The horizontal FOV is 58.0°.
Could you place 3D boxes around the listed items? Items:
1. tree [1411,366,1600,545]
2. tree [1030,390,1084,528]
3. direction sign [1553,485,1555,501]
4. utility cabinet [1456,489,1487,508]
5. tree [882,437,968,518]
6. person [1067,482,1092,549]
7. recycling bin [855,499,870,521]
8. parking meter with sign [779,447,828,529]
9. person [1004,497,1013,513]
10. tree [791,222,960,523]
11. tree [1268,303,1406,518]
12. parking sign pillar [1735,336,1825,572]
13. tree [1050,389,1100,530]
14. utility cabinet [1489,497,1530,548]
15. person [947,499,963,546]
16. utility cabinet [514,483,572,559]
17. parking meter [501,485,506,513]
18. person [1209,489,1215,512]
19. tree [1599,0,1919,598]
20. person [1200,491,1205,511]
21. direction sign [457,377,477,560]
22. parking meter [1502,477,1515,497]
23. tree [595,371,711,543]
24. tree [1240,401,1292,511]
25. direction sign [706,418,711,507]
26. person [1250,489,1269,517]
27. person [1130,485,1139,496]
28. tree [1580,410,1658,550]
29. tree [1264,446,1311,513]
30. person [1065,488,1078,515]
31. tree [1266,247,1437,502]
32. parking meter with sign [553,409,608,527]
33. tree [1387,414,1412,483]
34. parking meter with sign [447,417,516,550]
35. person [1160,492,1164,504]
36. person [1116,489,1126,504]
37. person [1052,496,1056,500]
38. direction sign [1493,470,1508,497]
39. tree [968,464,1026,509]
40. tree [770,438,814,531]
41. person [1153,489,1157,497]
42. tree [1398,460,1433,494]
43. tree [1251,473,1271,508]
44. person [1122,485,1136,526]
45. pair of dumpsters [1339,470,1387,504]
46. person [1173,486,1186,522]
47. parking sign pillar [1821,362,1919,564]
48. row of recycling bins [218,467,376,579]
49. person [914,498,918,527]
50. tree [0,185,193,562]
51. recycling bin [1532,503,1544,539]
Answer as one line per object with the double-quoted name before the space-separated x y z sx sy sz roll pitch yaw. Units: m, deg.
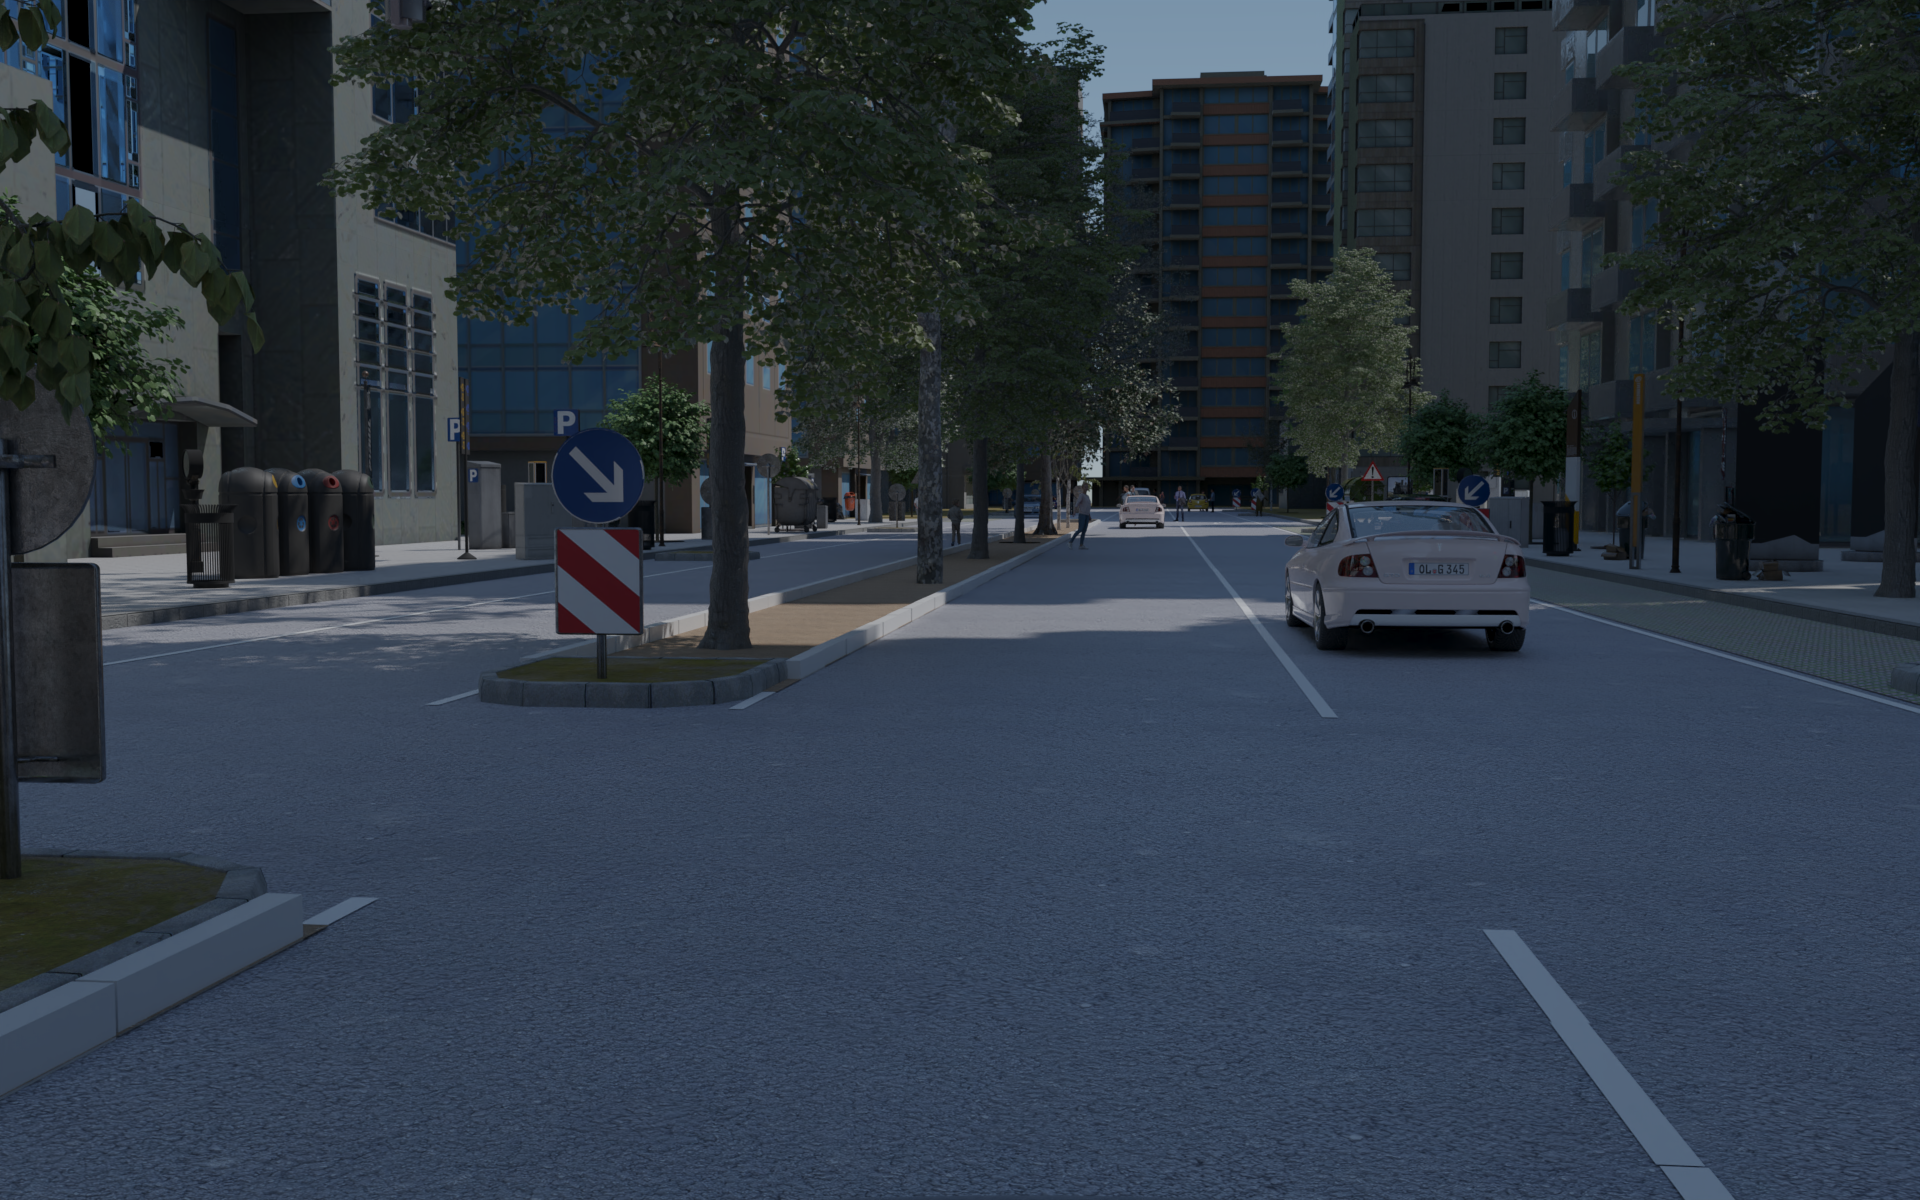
"tree" 14.750 -3.713 44.416 4.285 4.588 4.351 0 3 0
"tree" 4.550 -7.338 72.798 4.360 8.622 3.978 0 3 0
"direction sign" 25.706 -5.072 74.927 0.876 3.537 0.379 3 4 37
"utility cabinet" 20.661 -3.746 69.932 1.173 1.500 0.318 3 4 37
"tree" -2.707 -6.807 95.013 4.285 4.588 4.351 0 3 0
"person" 3.051 -2.176 44.754 0.598 1.740 0.731 1 4 21
"recycling bin" -4.572 -4.342 83.551 0.722 1.027 0.722 2 4 33
"parking meter with sign" -5.779 -4.156 64.210 1.738 3.016 0.543 1 4 11
"person" 3.303 -6.669 118.228 0.721 1.739 1.217 2 4 31
"tree" -3.699 -10.465 77.756 9.857 13.997 8.962 0 3 0
"tree" 20.133 -10.214 92.762 9.928 11.665 9.643 0 3 0
"parking sign pillar" 13.732 -2.481 29.043 1.447 3.967 1.447 2 4 26
"tree" 3.931 -7.057 68.199 4.737 8.622 4.395 0 3 0
"utility cabinet" 13.208 -1.868 41.706 0.306 1.237 1.020 -2 4 -29
"person" -0.130 -2.115 47.345 0.475 1.303 0.640 1 4 10
"utility cabinet" -8.179 -1.553 34.067 0.318 1.500 1.173 3 4 37
"parking meter" -12.813 -2.432 48.181 0.372 1.533 0.369 0 3 0
"person" 19.727 -7.765 135.440 0.705 1.826 1.348 1 4 17
"tree" 12.050 -6.292 21.006 7.486 12.596 7.792 0 3 0
"person" 20.482 -8.373 146.312 0.530 1.710 0.541 1 4 17
"direction sign" -9.690 -2.565 33.930 0.379 3.537 0.876 0 4 -6
"parking meter" 19.017 -3.326 60.097 0.255 1.863 0.399 -3 4 -38
"tree" -8.026 -3.826 46.271 4.285 4.588 4.351 0 3 0
"tree" 23.585 -11.130 132.329 4.360 8.622 3.978 0 3 0
"direction sign" -7.434 -3.639 51.496 0.379 3.537 0.876 -1 4 -18
"person" 19.098 -6.197 110.557 1.217 1.736 0.721 1 4 9
"person" 8.310 -4.528 82.334 0.655 1.846 0.447 -1 4 -21
"tree" 15.233 -2.789 40.208 1.663 3.219 1.824 0 3 0
"tree" 22.245 -8.175 117.374 4.285 4.588 4.351 0 3 0
"person" 7.698 -6.769 119.187 1.348 1.822 0.705 -3 5 -39
"tree" 17.893 -9.871 79.511 7.486 12.596 7.792 0 3 0
"parking meter with sign" -7.931 -2.460 36.490 0.543 3.016 1.738 1 4 11
"tree" 14.612 -4.215 52.633 4.285 4.588 4.351 0 3 0
"parking meter with sign" -11.010 -2.686 40.176 0.543 3.016 1.738 2 4 31
"person" 19.037 -9.374 163.242 0.415 1.643 0.593 1 4 22
"person" 12.735 -7.728 134.849 1.348 1.824 0.705 3 5 43
"person" 8.210 -9.096 157.935 1.217 1.735 0.721 3 4 38
"direction sign" 24.894 -5.358 79.604 0.876 3.537 0.379 -1 4 -15
"tree" 2.233 -9.330 136.259 4.285 4.588 4.351 0 3 0
"tree" -5.828 -4.023 60.379 1.663 3.219 1.824 0 3 0
"person" 14.890 -7.583 132.508 0.705 1.821 1.348 1 4 22
"tree" 18.096 -4.518 68.476 1.663 3.219 1.824 0 3 0
"tree" 27.552 -10.102 159.775 1.663 3.219 1.824 0 3 0
"person" 7.362 -4.134 76.192 0.778 1.811 0.616 0 4 0
"pair of dumpsters" 16.556 -4.208 71.289 1.574 2.255 4.437 0 4 6
"person" 11.351 -4.984 89.853 0.709 1.838 0.599 2 4 30
"parking sign pillar" 17.637 -2.723 32.986 1.447 3.967 1.447 -1 4 -11
"row of recycling bins" -10.609 -1.262 27.748 1.069 1.692 3.534 1 4 13
"person" -1.748 -3.977 76.126 0.523 1.515 0.503 2 4 28
"tree" -10.228 -2.132 18.579 4.285 4.588 4.351 0 3 0
"recycling bin" 16.214 -2.258 49.478 0.722 1.027 0.722 -3 5 -43
